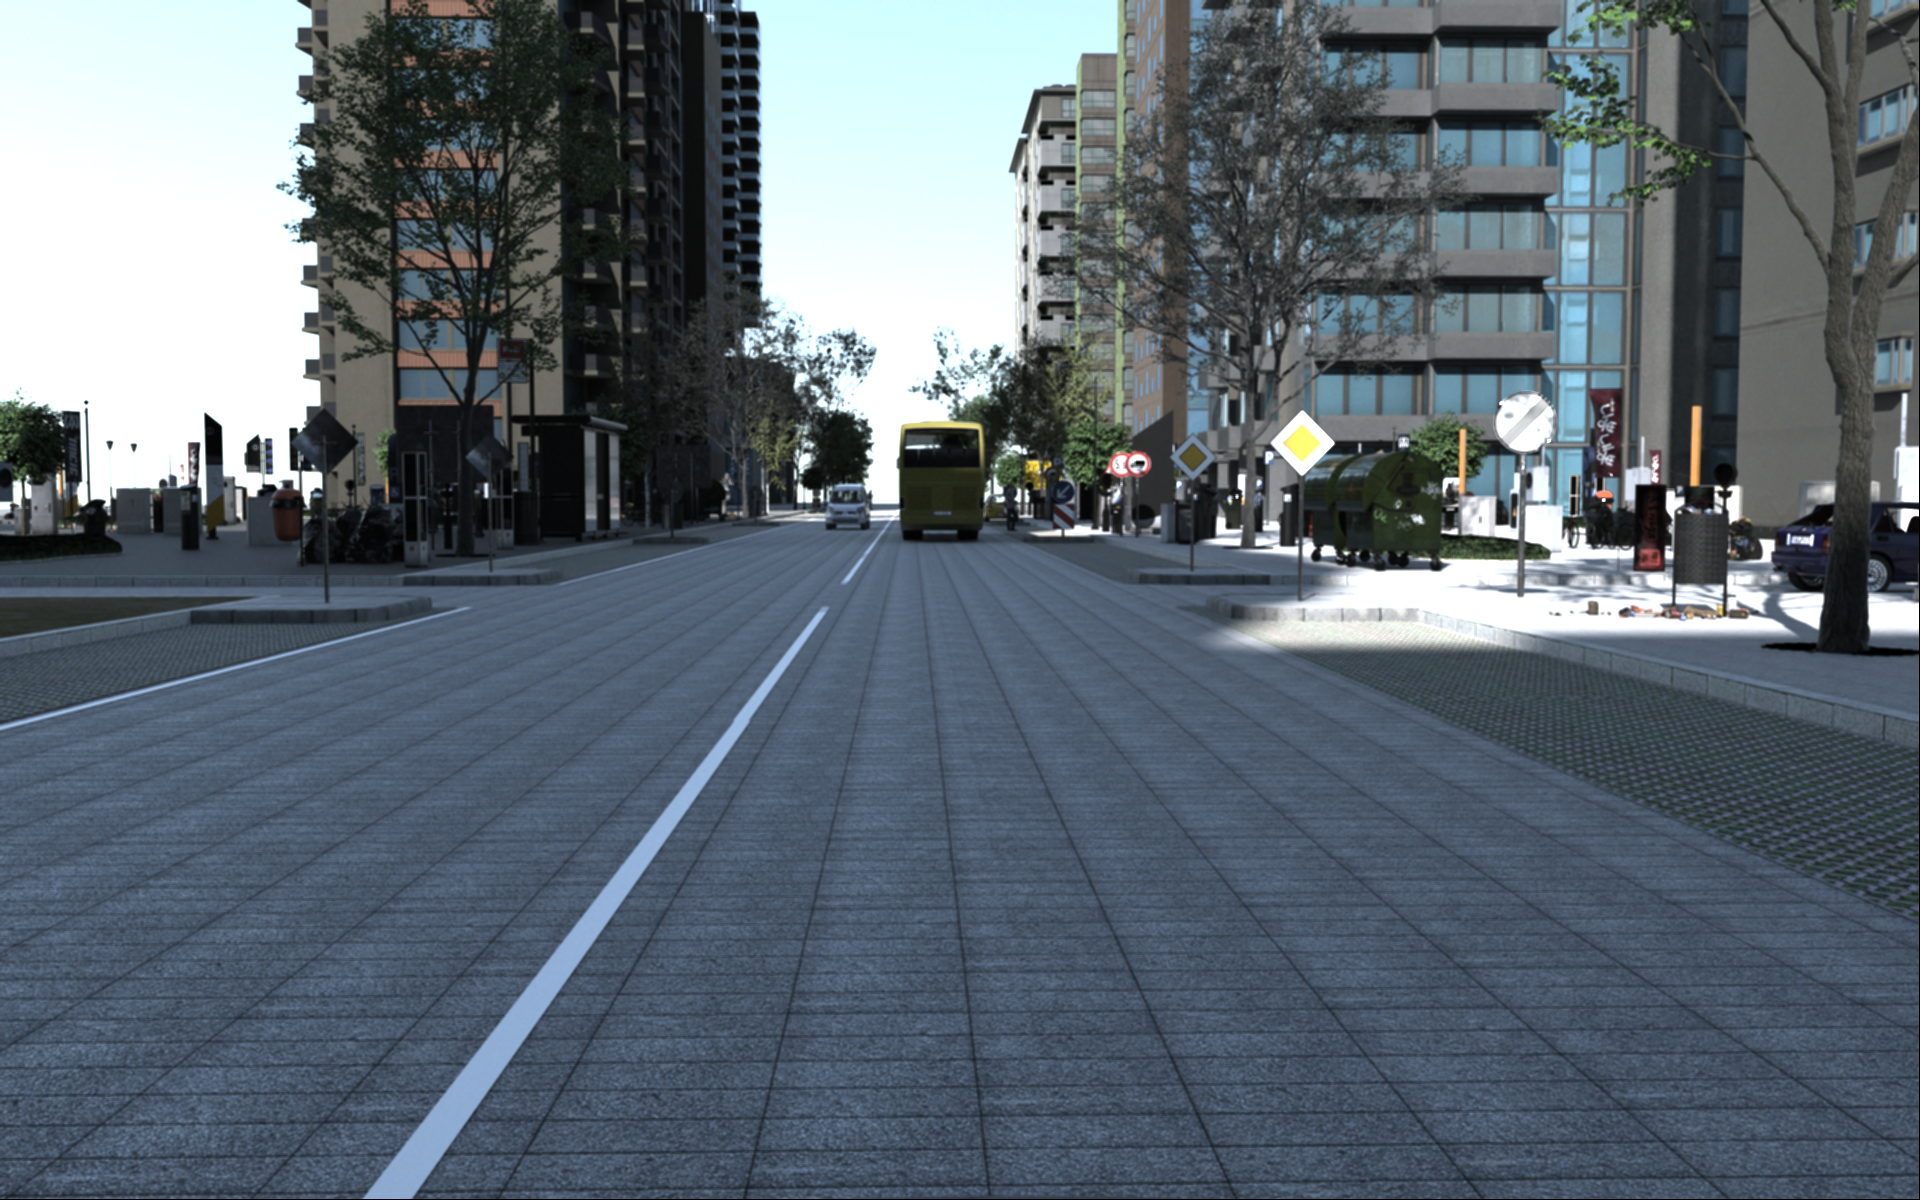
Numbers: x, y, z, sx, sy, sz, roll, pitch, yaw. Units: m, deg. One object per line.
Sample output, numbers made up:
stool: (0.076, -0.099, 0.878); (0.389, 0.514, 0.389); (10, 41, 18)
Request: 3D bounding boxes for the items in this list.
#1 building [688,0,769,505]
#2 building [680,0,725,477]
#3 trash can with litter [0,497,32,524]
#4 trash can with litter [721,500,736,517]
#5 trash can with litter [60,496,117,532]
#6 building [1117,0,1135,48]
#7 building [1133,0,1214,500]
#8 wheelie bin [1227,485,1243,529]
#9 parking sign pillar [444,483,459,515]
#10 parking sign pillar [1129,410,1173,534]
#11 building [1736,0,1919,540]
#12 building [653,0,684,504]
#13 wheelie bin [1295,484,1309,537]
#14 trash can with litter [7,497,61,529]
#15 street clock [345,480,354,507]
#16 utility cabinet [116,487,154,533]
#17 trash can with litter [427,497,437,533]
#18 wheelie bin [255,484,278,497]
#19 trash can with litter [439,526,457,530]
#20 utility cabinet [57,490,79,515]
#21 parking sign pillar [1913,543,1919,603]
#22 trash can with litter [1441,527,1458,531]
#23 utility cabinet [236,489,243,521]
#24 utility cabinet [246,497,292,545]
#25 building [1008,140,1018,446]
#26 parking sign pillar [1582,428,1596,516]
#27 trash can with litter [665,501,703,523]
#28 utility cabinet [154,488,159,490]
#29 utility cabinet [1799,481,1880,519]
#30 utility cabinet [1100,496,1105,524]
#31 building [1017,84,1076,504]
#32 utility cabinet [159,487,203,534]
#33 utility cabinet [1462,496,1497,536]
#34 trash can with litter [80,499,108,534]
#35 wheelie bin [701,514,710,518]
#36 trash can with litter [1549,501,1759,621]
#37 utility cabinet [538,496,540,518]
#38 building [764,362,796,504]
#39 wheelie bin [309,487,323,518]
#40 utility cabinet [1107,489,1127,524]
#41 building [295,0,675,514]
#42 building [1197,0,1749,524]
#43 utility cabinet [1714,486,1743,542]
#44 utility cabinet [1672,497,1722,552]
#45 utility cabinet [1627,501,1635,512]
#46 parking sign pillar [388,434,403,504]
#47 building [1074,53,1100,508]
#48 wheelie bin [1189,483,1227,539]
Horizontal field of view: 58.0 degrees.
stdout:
building: (-34.023, -54.758, 207.971); (22.319, 86.520, 31.000); (0, 4, -2)
building: (-29.458, -31.138, 159.209); (14.600, 45.320, 14.200); (0, 4, -2)
trash can with litter: (-41.085, -3.940, 75.485); (2.233, 1.210, 1.678); (-2, 4, -34)
trash can with litter: (-12.952, -5.167, 95.871); (1.055, 1.170, 0.624); (-3, 4, -36)
trash can with litter: (-29.313, -2.960, 59.453); (1.678, 1.210, 2.233); (0, 4, 6)
building: (18.188, -27.073, 126.231); (14.154, 41.232, 14.086); (0, 4, -2)
building: (19.032, -28.234, 111.731); (14.600, 45.320, 14.200); (0, 4, -2)
wheelie bin: (9.954, -3.368, 62.976); (0.693, 1.594, 0.980); (1, 4, 8)
parking sign pillar: (-23.053, -5.538, 79.017); (1.447, 3.967, 1.447); (1, 4, 10)
parking sign pillar: (6.167, -4.104, 55.567); (1.447, 3.967, 1.447); (0, 4, 2)
building: (33.325, -25.784, 45.267); (21.600, 48.544, 21.300); (0, 4, -2)
building: (-31.371, -42.977, 140.933); (20.563, 71.187, 20.611); (0, 4, -2)
wheelie bin: (10.318, -2.679, 51.718); (0.980, 1.594, 0.693); (0, 4, 8)
trash can with litter: (-33.818, -3.268, 64.495); (2.233, 1.210, 1.678); (1, 4, 12)
street clock: (-30.864, -5.083, 87.679); (0.358, 2.002, 0.471); (2, 4, 32)
utility cabinet: (-27.109, -2.942, 56.786); (1.173, 1.500, 0.318); (1, 4, 21)
trash can with litter: (-17.449, -2.796, 57.103); (0.624, 1.170, 1.055); (-2, 4, -28)
wheelie bin: (-21.413, -2.801, 53.708); (0.980, 1.594, 0.693); (2, 4, 33)
trash can with litter: (-18.973, -3.076, 61.348); (2.233, 1.210, 1.678); (-1, 4, -15)
utility cabinet: (-44.497, -4.734, 86.077); (0.318, 1.500, 1.173); (3, 5, 43)
parking sign pillar: (12.053, -1.946, 20.283); (1.447, 3.967, 1.447); (-3, 5, -42)
trash can with litter: (16.666, -3.031, 60.618); (1.678, 1.210, 2.233); (-1, 4, -18)
utility cabinet: (-33.664, -4.346, 79.734); (1.173, 1.500, 0.318); (-1, 4, -20)
utility cabinet: (-17.469, -1.994, 43.769); (1.020, 1.237, 0.306); (-2, 4, -35)
building: (21.981, -40.388, 249.579); (28.713, 52.752, 27.495); (0, 4, -2)
parking sign pillar: (25.655, -5.005, 70.301); (1.447, 3.967, 1.447); (0, 4, 6)
trash can with litter: (-12.558, -4.033, 76.994); (2.233, 1.210, 1.678); (1, 4, 17)
utility cabinet: (-29.233, -3.297, 62.584); (0.318, 1.500, 1.173); (3, 4, 36)
utility cabinet: (14.643, -1.235, 28.866); (1.173, 1.500, 0.318); (0, 4, 3)
utility cabinet: (6.153, -3.931, 75.429); (0.306, 1.237, 1.020); (0, 4, 5)
building: (22.882, -38.652, 221.196); (28.713, 52.752, 27.495); (0, 4, -2)
utility cabinet: (-24.419, -2.796, 54.392); (1.173, 1.500, 0.318); (1, 4, 11)
utility cabinet: (14.917, -2.365, 49.825); (0.306, 1.237, 1.020); (-2, 4, -33)
trash can with litter: (-21.128, -1.863, 41.853); (1.055, 1.170, 0.624); (2, 4, 23)
wheelie bin: (-13.545, -5.120, 91.628); (0.693, 1.594, 0.980); (2, 4, 32)
trash can with litter: (7.382, -0.442, 18.293); (2.233, 1.210, 1.678); (1, 4, 13)
utility cabinet: (-18.280, -3.891, 74.783); (1.020, 1.237, 0.306); (-2, 4, -29)
building: (-37.559, -24.156, 239.986); (27.650, 21.520, 28.899); (0, 4, -2)
wheelie bin: (-30.419, -4.534, 82.032); (0.693, 1.594, 0.980); (-3, 5, -44)
utility cabinet: (6.665, -3.988, 73.889); (0.318, 1.500, 1.173); (-2, 4, -34)
building: (-31.470, -28.261, 116.687); (22.147, 44.769, 28.867); (0, 4, -2)
building: (24.584, -28.646, 87.968); (23.786, 49.044, 30.456); (0, 4, -2)
utility cabinet: (20.215, -2.297, 46.227); (1.173, 1.500, 0.318); (3, 5, 41)
utility cabinet: (16.127, -1.638, 37.937); (0.306, 1.237, 1.020); (-2, 4, -32)
utility cabinet: (26.211, -3.434, 67.311); (0.306, 1.237, 1.020); (0, 4, 4)
parking sign pillar: (-17.730, -4.077, 55.130); (1.447, 3.967, 1.447); (0, 4, 7)
building: (17.801, -29.422, 164.636); (14.154, 41.232, 14.086); (0, 4, -2)
wheelie bin: (7.047, -2.557, 49.711); (0.693, 1.594, 0.980); (3, 4, 38)
